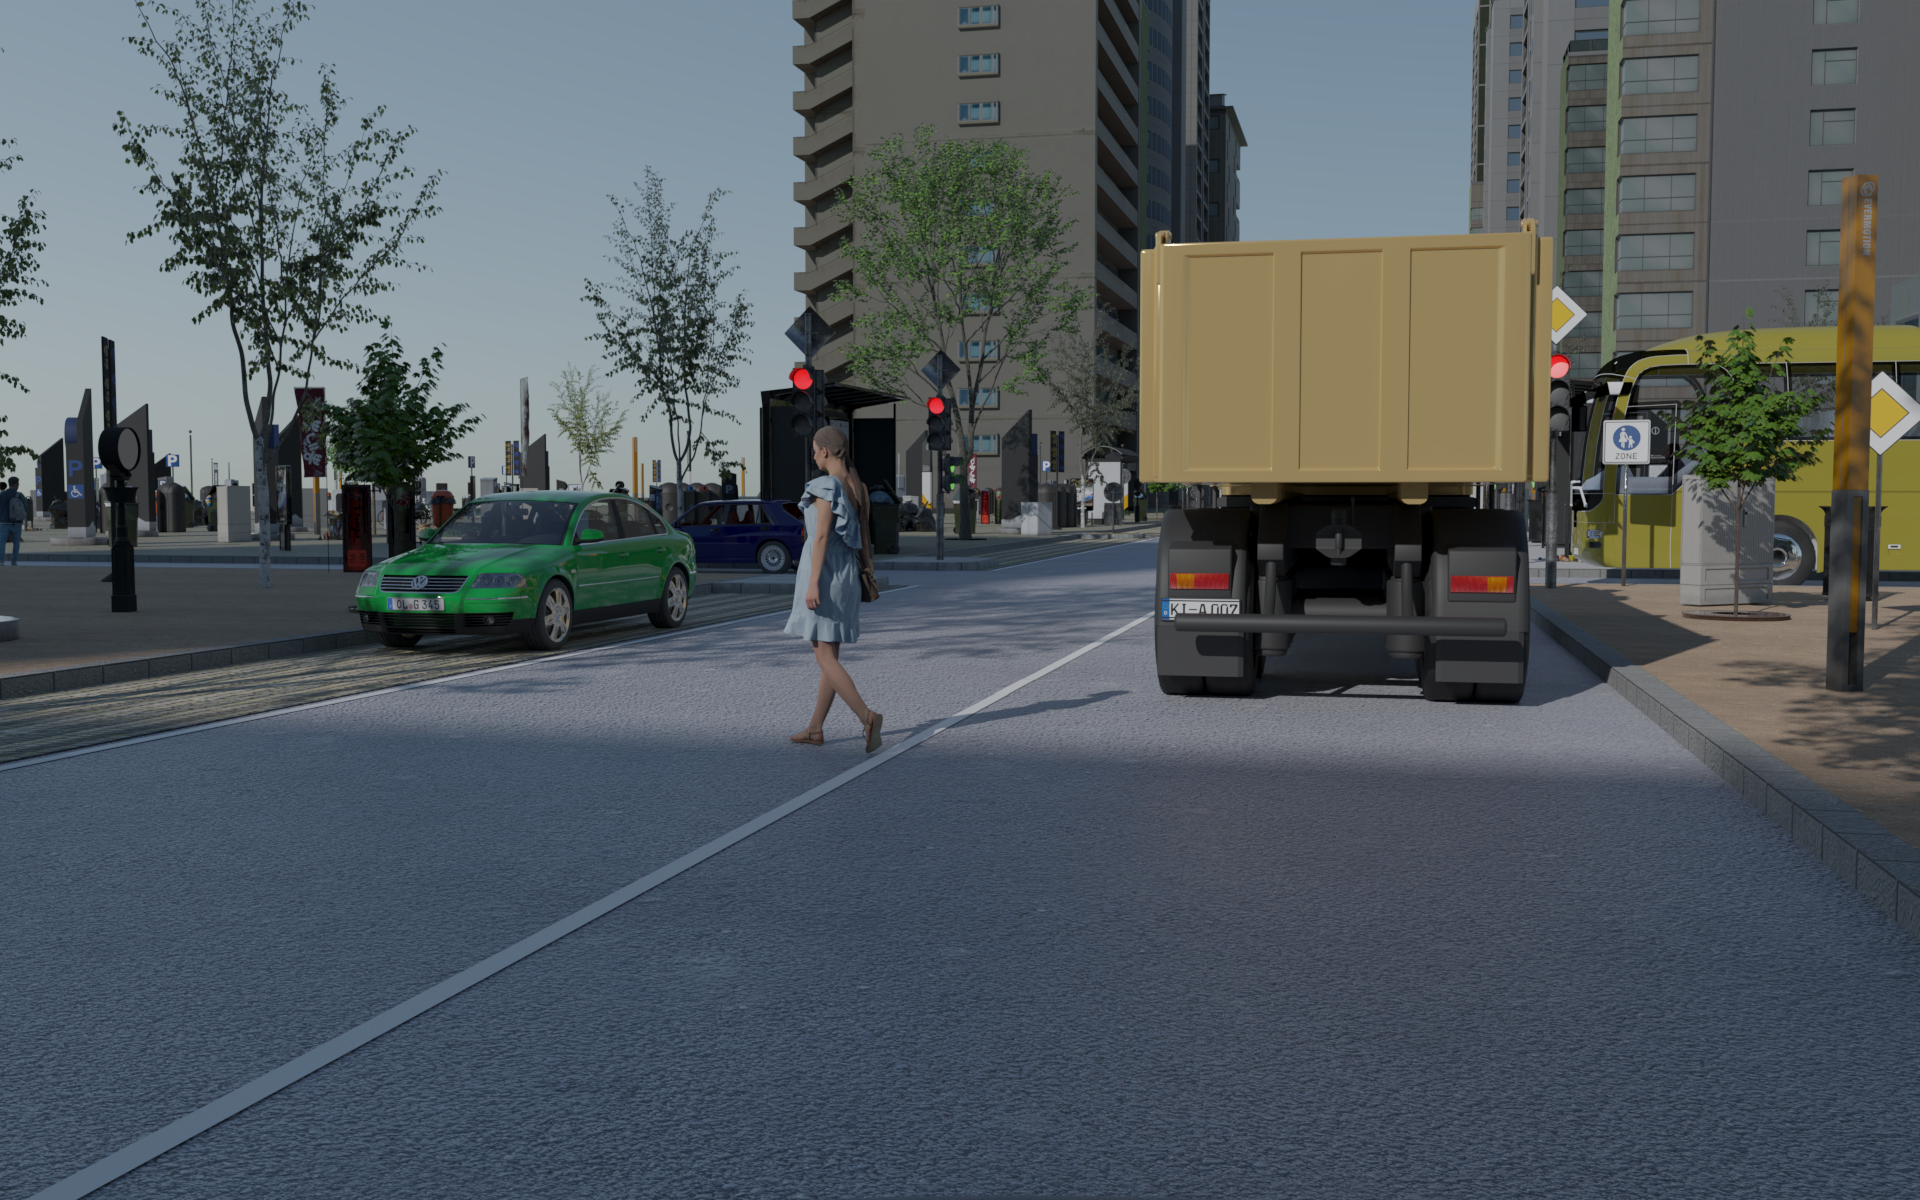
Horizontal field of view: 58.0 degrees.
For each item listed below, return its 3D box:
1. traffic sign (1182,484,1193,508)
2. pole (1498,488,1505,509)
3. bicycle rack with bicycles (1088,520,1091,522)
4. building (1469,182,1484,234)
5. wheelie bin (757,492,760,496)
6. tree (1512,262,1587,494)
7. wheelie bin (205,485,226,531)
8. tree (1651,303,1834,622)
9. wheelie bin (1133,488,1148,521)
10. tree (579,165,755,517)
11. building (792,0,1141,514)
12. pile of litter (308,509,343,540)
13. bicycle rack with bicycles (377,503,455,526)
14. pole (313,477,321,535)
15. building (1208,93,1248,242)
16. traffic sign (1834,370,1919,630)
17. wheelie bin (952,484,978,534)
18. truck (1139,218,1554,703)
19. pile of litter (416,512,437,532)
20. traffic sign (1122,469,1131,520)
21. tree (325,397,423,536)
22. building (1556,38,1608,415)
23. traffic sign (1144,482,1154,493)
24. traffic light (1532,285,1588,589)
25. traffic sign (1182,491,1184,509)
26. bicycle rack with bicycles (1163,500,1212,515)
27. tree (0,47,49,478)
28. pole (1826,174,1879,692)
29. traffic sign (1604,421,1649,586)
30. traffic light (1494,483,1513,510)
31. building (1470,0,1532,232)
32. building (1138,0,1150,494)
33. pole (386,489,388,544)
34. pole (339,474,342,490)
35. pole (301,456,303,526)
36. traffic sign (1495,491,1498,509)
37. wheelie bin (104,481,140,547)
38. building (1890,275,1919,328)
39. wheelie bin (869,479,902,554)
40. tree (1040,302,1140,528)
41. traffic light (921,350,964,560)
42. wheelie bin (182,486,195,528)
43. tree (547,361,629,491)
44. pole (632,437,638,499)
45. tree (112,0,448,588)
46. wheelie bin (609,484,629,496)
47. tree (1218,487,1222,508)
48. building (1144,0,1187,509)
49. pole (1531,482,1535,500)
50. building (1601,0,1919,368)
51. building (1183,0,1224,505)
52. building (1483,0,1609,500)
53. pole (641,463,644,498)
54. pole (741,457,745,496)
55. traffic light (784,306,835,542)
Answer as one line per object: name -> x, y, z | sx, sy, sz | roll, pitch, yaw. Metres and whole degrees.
traffic sign -> 12.147, -5.532, 92.580 | 0.606, 2.300, 0.079 | 1, 4, 20
pole -> 13.988, -3.110, 44.690 | 0.158, 3.312, 0.155 | 0, 3, 0
bicycle rack with bicycles -> 4.700, -4.012, 78.981 | 2.925, 0.926, 2.852 | -1, 4, -17
building -> 73.711, -33.256, 227.337 | 14.154, 41.232, 14.086 | 1, 4, 14
wheelie bin -> -7.438, -3.587, 66.559 | 0.693, 1.594, 0.980 | -2, 4, -30
tree -> 16.647, -6.221, 52.073 | 4.360, 8.622, 3.978 | 0, 3, 0
wheelie bin -> -25.562, -3.177, 59.856 | 0.693, 1.594, 0.980 | 1, 4, 20
tree -> 7.994, -1.412, 17.690 | 1.663, 3.219, 1.824 | 0, 3, 0
wheelie bin -> 8.539, -4.528, 81.941 | 0.693, 1.594, 0.980 | 0, 4, -4
tree -> -6.336, -5.411, 38.839 | 4.360, 8.622, 3.978 | 0, 3, 0
building -> 0.581, -30.430, 121.226 | 21.300, 48.544, 21.600 | 1, 4, 14
pile of litter -> -17.383, -2.111, 48.479 | 1.719, 0.858, 1.176 | 2, 4, 25
bicycle rack with bicycles -> -21.965, -3.523, 70.976 | 2.925, 0.926, 2.852 | 2, 4, 25
pole -> -20.283, -3.714, 54.567 | 0.158, 3.312, 0.155 | 0, 3, 0
building -> 23.487, -39.500, 235.055 | 28.713, 52.752, 27.495 | 1, 4, 14
traffic sign -> 8.629, -0.923, 16.280 | 0.795, 2.450, 0.064 | 1, 4, 21
wheelie bin -> 0.170, -2.924, 55.716 | 0.693, 1.594, 0.980 | -2, 4, -28
truck -> 3.473, -1.206, 15.644 | 3.469, 3.379, 9.791 | 1, 4, 13
pile of litter -> -18.133, -2.779, 59.398 | 1.176, 0.858, 1.719 | 2, 4, 24
traffic sign -> 8.146, -5.278, 86.393 | 0.768, 2.556, 0.104 | 1, 4, 19
tree -> -17.864, -4.235, 52.962 | 4.285, 4.588, 4.351 | 0, 3, 0
building -> 45.913, -20.844, 112.498 | 14.160, 30.474, 14.107 | 1, 4, 14
traffic sign -> 8.840, -5.057, 82.688 | 0.884, 2.594, 0.081 | 1, 4, 22
traffic light -> 8.027, -2.114, 23.477 | 0.839, 4.253, 0.868 | 1, 4, 14
traffic sign -> 13.342, -6.337, 103.715 | 0.768, 2.556, 0.104 | 1, 4, 20
bicycle rack with bicycles -> 13.602, -5.651, 105.774 | 2.925, 0.926, 2.852 | 3, 5, 40
tree -> -15.554, -4.617, 25.848 | 4.737, 8.622, 4.395 | 0, 3, 0
pole -> 5.774, -1.062, 11.209 | 0.158, 3.312, 0.155 | 0, 3, 0
traffic sign -> 9.235, -1.340, 24.045 | 0.606, 2.300, 0.079 | 1, 4, 23
traffic light -> 9.900, -2.588, 31.240 | 0.839, 4.253, 0.868 | 1, 4, 14
building -> 80.423, -49.258, 243.612 | 20.563, 71.187, 20.611 | 1, 4, 14
building -> 7.256, -27.878, 139.407 | 14.154, 41.232, 14.086 | 1, 4, 14
pole -> -14.758, -3.118, 44.825 | 0.158, 3.312, 0.155 | 0, 3, 0
pole -> -43.526, -7.822, 121.737 | 0.158, 3.312, 0.155 | 0, 3, 0
pole -> -22.747, -4.021, 59.590 | 0.158, 3.312, 0.155 | 0, 3, 0
traffic sign -> 12.402, -2.449, 40.039 | 0.884, 2.594, 0.081 | 2, 4, 23
wheelie bin -> -20.245, -2.077, 41.873 | 0.693, 1.594, 0.980 | -3, 5, -43
building -> 40.065, -44.378, 38.248 | 31.000, 86.520, 22.319 | 1, 4, 14
wheelie bin -> -1.594, -1.783, 37.059 | 0.693, 1.594, 0.980 | 0, 4, -2
tree -> 4.929, -7.067, 65.908 | 4.360, 8.622, 3.978 | 0, 3, 0
traffic light -> -0.372, -2.738, 33.693 | 0.839, 4.253, 0.868 | 1, 4, 14
wheelie bin -> -29.430, -3.536, 65.723 | 0.693, 1.594, 0.980 | -2, 4, -35
tree -> -20.932, -8.958, 96.827 | 4.737, 8.622, 4.395 | 0, 3, 0
pole -> -11.633, -4.171, 62.034 | 0.158, 3.312, 0.155 | 0, 3, 0
tree -> -9.372, -4.466, 23.376 | 4.360, 8.622, 3.978 | 0, 3, 0
wheelie bin -> -10.784, -2.867, 54.778 | 0.693, 1.594, 0.980 | -1, 4, -12
tree -> 17.321, -10.158, 116.452 | 4.737, 8.622, 4.395 | 0, 3, 0
building -> 8.890, -37.853, 160.893 | 21.231, 58.520, 28.212 | 1, 4, 14
pole -> 23.749, -4.764, 71.730 | 0.158, 3.312, 0.155 | 0, 3, 0
building -> 37.123, -24.245, 79.997 | 14.154, 41.232, 14.086 | 1, 4, 14
building -> 21.690, -47.216, 210.230 | 20.563, 71.187, 20.611 | 1, 4, 14
building -> 72.719, -40.544, 204.888 | 21.231, 58.520, 28.212 | 1, 4, 14
pole -> -21.091, -7.412, 115.036 | 0.158, 3.312, 0.155 | 0, 3, 0
pole -> -12.038, -6.260, 96.187 | 0.158, 3.312, 0.155 | 0, 3, 0
traffic light -> -2.245, -2.264, 25.930 | 0.839, 4.253, 0.868 | 1, 4, 14
